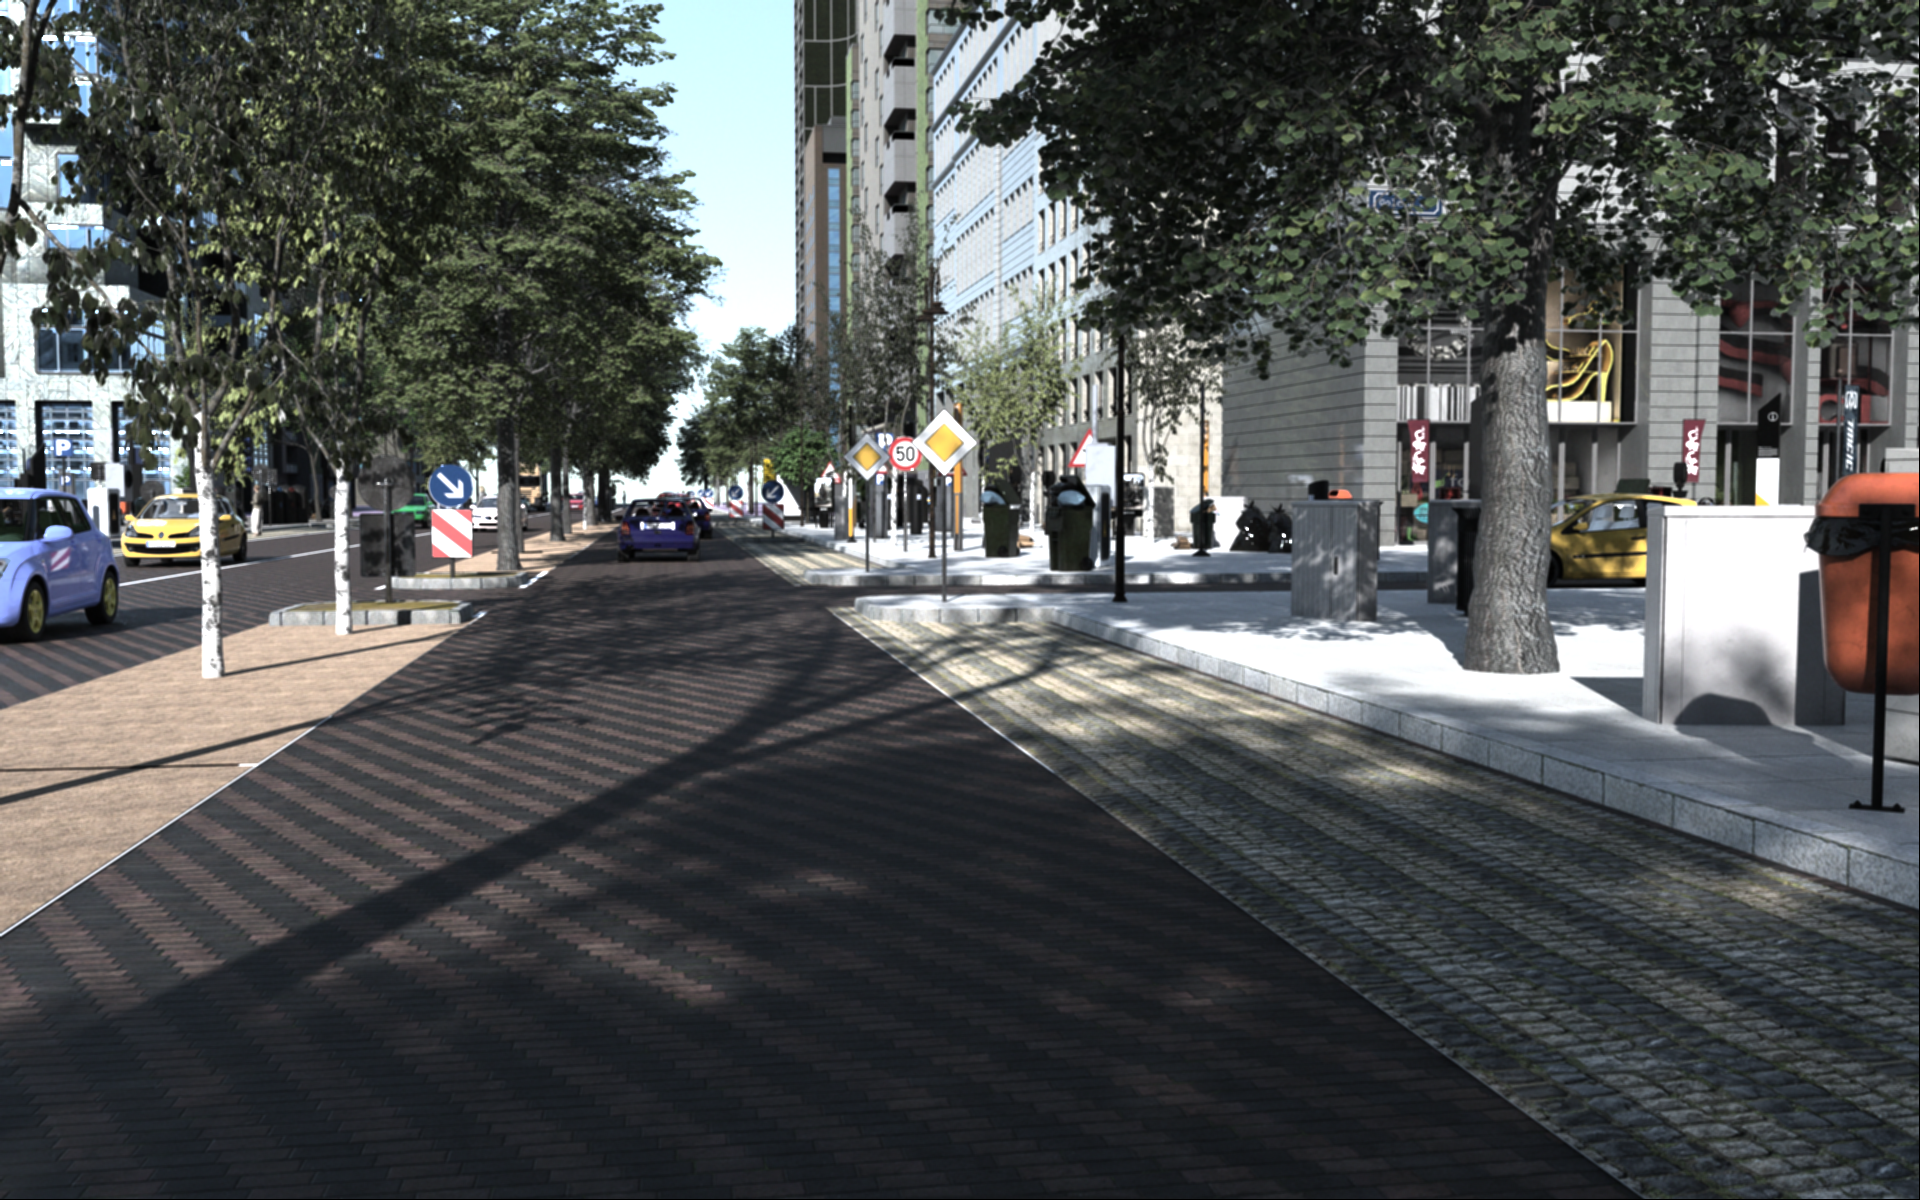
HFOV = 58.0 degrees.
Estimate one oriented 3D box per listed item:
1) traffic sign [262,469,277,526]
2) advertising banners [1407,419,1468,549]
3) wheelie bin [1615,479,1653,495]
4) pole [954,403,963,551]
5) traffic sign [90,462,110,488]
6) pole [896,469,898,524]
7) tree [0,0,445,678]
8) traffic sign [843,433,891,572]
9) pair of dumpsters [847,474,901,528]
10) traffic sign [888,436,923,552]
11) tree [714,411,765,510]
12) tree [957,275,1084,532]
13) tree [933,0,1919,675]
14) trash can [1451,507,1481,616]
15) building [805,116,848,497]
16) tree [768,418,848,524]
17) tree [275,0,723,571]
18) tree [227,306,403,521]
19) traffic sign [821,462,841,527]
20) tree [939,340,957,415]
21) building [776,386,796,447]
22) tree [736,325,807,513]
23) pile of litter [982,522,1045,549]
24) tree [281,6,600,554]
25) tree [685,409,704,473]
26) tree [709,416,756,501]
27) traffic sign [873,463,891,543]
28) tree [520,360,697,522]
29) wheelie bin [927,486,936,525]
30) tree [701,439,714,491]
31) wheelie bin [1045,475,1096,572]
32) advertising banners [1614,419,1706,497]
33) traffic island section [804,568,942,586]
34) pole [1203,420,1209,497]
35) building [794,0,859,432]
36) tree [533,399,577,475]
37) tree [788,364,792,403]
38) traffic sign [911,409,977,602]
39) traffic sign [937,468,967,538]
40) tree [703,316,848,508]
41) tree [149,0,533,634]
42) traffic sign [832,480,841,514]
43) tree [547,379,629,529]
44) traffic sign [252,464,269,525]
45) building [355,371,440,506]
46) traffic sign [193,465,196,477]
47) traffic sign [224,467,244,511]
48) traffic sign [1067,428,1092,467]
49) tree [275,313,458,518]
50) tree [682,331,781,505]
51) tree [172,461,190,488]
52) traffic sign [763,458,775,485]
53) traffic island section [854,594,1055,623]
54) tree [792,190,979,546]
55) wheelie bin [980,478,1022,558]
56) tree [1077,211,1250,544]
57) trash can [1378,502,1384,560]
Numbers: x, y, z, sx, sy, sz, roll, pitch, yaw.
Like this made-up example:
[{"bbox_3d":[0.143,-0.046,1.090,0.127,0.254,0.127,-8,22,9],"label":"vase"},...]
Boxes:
[{"bbox_3d":[-27.864,-4.146,69.913,0.606,2.300,0.079,0,4,-1],"label":"traffic sign"},{"bbox_3d":[11.394,-2.688,40.143,2.074,3.025,0.090,2,4,25],"label":"advertising banners"},{"bbox_3d":[13.941,-1.713,35.920,0.980,1.594,0.693,3,5,43],"label":"wheelie bin"},{"bbox_3d":[-0.039,-2.759,38.953,0.158,3.312,0.155,0,3,0],"label":"pole"},{"bbox_3d":[-27.588,-3.271,55.611,0.606,2.300,0.079,0,4,-7],"label":"traffic sign"},{"bbox_3d":[-2.656,-4.777,71.944,0.158,3.312,0.155,0,3,0],"label":"pole"},{"bbox_3d":[-5.759,-3.681,12.998,4.360,8.622,3.978,0,3,0],"label":"tree"},{"bbox_3d":[-1.525,-1.515,28.406,0.795,2.450,0.064,-1,4,-10],"label":"traffic sign"},{"bbox_3d":[-3.224,-3.816,64.878,1.574,2.255,4.437,-1,4,-10],"label":"pair of dumpsters"},{"bbox_3d":[-1.209,-2.339,38.353,0.768,2.556,0.104,0,4,-3],"label":"traffic sign"},{"bbox_3d":[-16.477,-11.289,134.939,4.737,8.622,4.395,0,3,0],"label":"tree"},{"bbox_3d":[2.370,-6.615,58.525,4.737,8.622,4.395,0,3,0],"label":"tree"},{"bbox_3d":[3.913,-6.458,12.250,9.857,13.997,8.962,0,3,0],"label":"tree"},{"bbox_3d":[5.546,-0.401,18.218,0.748,1.137,0.748,0,3,0],"label":"trash can"},{"bbox_3d":[-10.931,-34.033,206.556,14.600,45.320,14.200,-1,4,-10],"label":"building"},{"bbox_3d":[-6.581,-5.590,75.111,4.285,4.588,4.351,0,3,0],"label":"tree"},{"bbox_3d":[-8.229,-6.781,31.448,7.486,12.596,7.792,0,3,0],"label":"tree"},{"bbox_3d":[-30.264,-8.972,81.105,7.601,10.594,8.767,3,5,44],"label":"tree"},{"bbox_3d":[-4.987,-4.075,66.632,0.884,2.594,0.081,0,4,-1],"label":"traffic sign"},{"bbox_3d":[1.198,-7.436,71.943,4.737,8.622,4.395,0,3,0],"label":"tree"},{"bbox_3d":[-12.160,-24.760,249.868,27.650,21.520,28.899,-1,4,-10],"label":"building"},{"bbox_3d":[-13.658,-12.125,116.373,7.486,12.596,7.792,0,3,0],"label":"tree"},{"bbox_3d":[1.243,-1.664,41.168,1.719,0.858,1.176,-1,4,-23],"label":"pile of litter"},{"bbox_3d":[-10.766,-7.876,41.602,12.009,13.543,11.850,0,3,0],"label":"tree"},{"bbox_3d":[-21.817,-13.974,162.890,8.767,10.594,7.601,0,4,-1],"label":"tree"},{"bbox_3d":[-19.248,-12.043,147.259,4.360,8.622,3.978,0,3,0],"label":"tree"},{"bbox_3d":[-2.256,-2.790,45.626,0.884,2.594,0.081,-1,4,-9],"label":"traffic sign"},{"bbox_3d":[-18.222,-10.301,87.885,9.611,12.733,9.660,0,3,0],"label":"tree"},{"bbox_3d":[-0.814,-3.715,68.641,0.980,1.594,0.693,-3,4,-37],"label":"wheelie bin"},{"bbox_3d":[-25.631,-14.412,185.993,4.737,8.622,4.395,0,3,0],"label":"tree"},{"bbox_3d":[1.827,-1.279,28.815,0.693,1.594,0.980,-2,4,-24],"label":"wheelie bin"},{"bbox_3d":[16.362,-2.711,40.513,2.074,3.025,0.090,0,4,1],"label":"advertising banners"},{"bbox_3d":[-1.503,-0.380,28.487,2.009,0.180,2.903,-1,4,-10],"label":"traffic island section"},{"bbox_3d":[6.803,-3.312,47.998,0.158,3.312,0.155,0,3,0],"label":"pole"},{"bbox_3d":[-12.501,-48.011,223.235,20.563,71.187,20.611,-1,4,-10],"label":"building"},{"bbox_3d":[-16.618,-10.298,77.482,9.857,13.997,8.962,0,3,0],"label":"tree"},{"bbox_3d":[-3.834,-6.541,57.306,4.360,8.622,3.978,0,3,0],"label":"tree"},{"bbox_3d":[-0.190,-1.033,20.533,0.795,2.450,0.064,-1,4,-10],"label":"traffic sign"},{"bbox_3d":[-0.227,-3.107,50.808,0.884,2.594,0.081,0,4,-8],"label":"traffic sign"},{"bbox_3d":[-9.250,-9.540,90.390,7.601,10.594,8.767,-1,4,-10],"label":"tree"},{"bbox_3d":[-6.351,-3.962,17.604,4.737,8.622,4.395,0,3,0],"label":"tree"},{"bbox_3d":[-6.241,-5.177,84.654,0.884,2.594,0.081,0,4,-1],"label":"traffic sign"},{"bbox_3d":[-15.100,-7.140,69.551,4.360,8.622,3.978,0,3,0],"label":"tree"},{"bbox_3d":[-29.201,-4.421,72.395,0.768,2.556,0.104,0,4,-2],"label":"traffic sign"},{"bbox_3d":[-76.277,-21.871,202.632,27.650,21.520,28.899,-1,4,-10],"label":"building"},{"bbox_3d":[-28.404,-3.974,65.073,0.768,2.556,0.104,-1,4,-9],"label":"traffic sign"},{"bbox_3d":[-28.617,-4.174,68.346,0.768,2.556,0.104,0,4,-7],"label":"traffic sign"},{"bbox_3d":[2.560,-2.101,34.351,0.884,2.594,0.081,0,4,-7],"label":"traffic sign"},{"bbox_3d":[-33.247,-10.303,94.216,9.928,11.665,9.643,0,3,0],"label":"tree"},{"bbox_3d":[-26.792,-21.038,199.866,12.611,20.169,13.585,0,3,0],"label":"tree"},{"bbox_3d":[-41.530,-6.030,93.197,1.663,3.219,1.824,0,3,0],"label":"tree"},{"bbox_3d":[-9.932,-6.331,97.379,2.265,3.308,0.079,0,4,-7],"label":"traffic sign"},{"bbox_3d":[-0.168,0.102,20.614,2.009,0.180,2.903,-1,4,-10],"label":"traffic island section"},{"bbox_3d":[-1.616,-5.651,42.761,4.360,8.622,3.978,0,3,0],"label":"tree"},{"bbox_3d":[0.809,-1.662,35.079,0.693,1.594,0.980,2,4,26],"label":"wheelie bin"},{"bbox_3d":[5.164,-5.755,44.451,4.360,8.622,3.978,0,3,0],"label":"tree"},{"bbox_3d":[7.493,-1.258,32.218,0.748,1.137,0.748,0,3,0],"label":"trash can"}]
